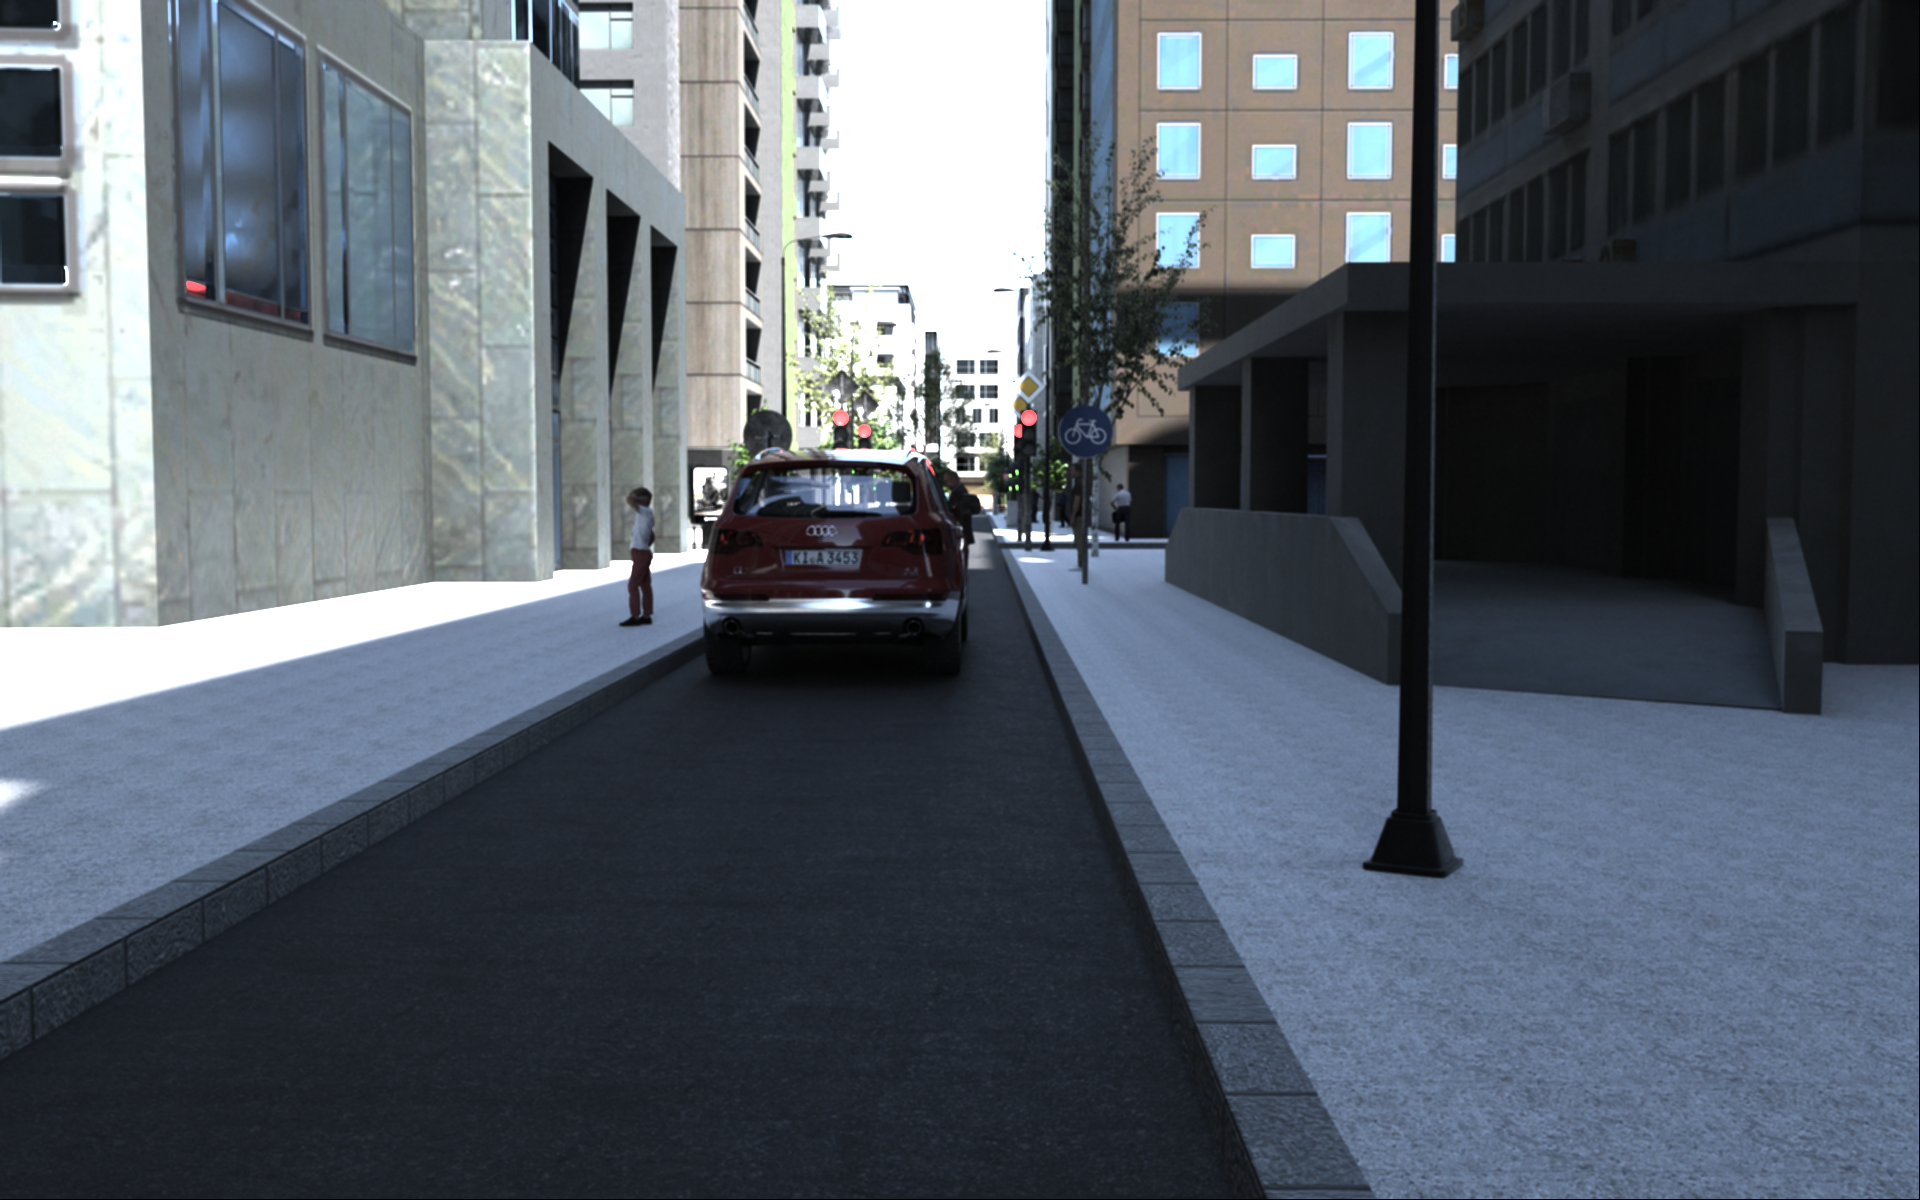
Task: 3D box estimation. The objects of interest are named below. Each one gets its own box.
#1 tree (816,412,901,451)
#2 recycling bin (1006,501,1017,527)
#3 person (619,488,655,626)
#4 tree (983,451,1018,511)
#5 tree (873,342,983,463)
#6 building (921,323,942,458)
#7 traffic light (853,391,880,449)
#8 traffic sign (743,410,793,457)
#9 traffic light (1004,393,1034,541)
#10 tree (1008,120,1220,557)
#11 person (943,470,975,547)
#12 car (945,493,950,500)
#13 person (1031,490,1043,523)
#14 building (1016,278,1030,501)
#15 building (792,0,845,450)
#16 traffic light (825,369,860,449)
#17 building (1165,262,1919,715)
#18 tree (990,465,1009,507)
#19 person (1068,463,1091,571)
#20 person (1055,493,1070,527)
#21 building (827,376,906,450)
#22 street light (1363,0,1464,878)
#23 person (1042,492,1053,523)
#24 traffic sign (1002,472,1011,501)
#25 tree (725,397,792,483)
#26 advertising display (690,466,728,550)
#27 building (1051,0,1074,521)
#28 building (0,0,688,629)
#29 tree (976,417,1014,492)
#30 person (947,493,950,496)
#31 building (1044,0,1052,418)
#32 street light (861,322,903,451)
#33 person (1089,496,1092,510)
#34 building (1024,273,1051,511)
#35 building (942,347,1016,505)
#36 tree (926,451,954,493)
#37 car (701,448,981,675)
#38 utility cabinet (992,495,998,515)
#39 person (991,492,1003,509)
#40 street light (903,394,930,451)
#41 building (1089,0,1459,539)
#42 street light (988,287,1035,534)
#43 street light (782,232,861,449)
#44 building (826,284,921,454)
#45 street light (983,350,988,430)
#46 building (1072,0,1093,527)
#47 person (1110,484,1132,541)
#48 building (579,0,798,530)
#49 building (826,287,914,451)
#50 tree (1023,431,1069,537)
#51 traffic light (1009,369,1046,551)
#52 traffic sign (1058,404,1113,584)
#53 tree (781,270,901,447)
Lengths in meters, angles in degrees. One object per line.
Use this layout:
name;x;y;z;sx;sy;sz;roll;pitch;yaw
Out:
tree;-3.689;-4.922;64.192;4.285;4.588;4.351;0;3;0
recycling bin;2.147;-3.329;66.978;0.722;1.027;0.722;0;4;-1
person;-3.169;-0.430;16.989;0.340;1.345;0.435;0;4;-8
tree;3.201;-8.925;129.645;4.285;4.588;4.351;0;3;0
tree;-2.020;-10.511;106.272;7.601;10.594;8.767;0;4;6
building;-18.845;-23.089;221.472;32.646;21.610;27.936;0;4;1
traffic light;-2.553;-3.554;47.030;0.839;4.253;0.868;0;4;1
traffic sign;-2.921;-1.601;26.280;0.768;2.556;0.104;0;4;8
traffic light;1.608;-3.552;47.001;0.839;4.253;0.868;0;4;1
tree;2.993;-5.193;35.274;4.360;8.622;3.978;0;3;0
person;-0.116;-0.807;22.377;0.600;1.739;0.565;-2;4;-29
car;-0.826;-1.467;32.784;1.959;1.807;4.718;0;4;-1
person;3.458;-4.354;77.685;0.568;1.767;0.683;0;4;5
building;19.696;-20.552;179.996;27.936;21.610;32.646;0;4;1
building;-17.991;-29.022;94.121;23.786;49.044;30.456;0;4;1
traffic light;-2.639;-3.066;39.045;0.839;4.253;0.868;0;4;1
building;19.048;-19.894;17.147;32.217;40.220;23.993;0;4;1
tree;2.727;-7.356;114.868;1.663;3.219;1.824;0;3;0
person;1.976;-1.400;29.061;0.434;1.807;0.598;2;4;32
person;3.934;-3.563;66.993;0.600;1.496;0.574;2;4;35
building;-8.789;-11.905;136.802;9.099;9.664;28.070;0;4;1
street light;1.021;-2.034;5.798;1.470;5.913;1.316;0;4;1
person;3.882;-4.235;75.997;0.504;1.737;0.576;-2;4;-35
traffic sign;2.505;-5.328;87.216;0.768;2.556;0.104;0;4;5
tree;-3.783;-2.449;34.638;1.663;3.219;1.824;0;3;0
advertising display;-5.767;-2.118;39.841;0.974;1.923;0.123;-3;5;-43
building;11.556;-19.312;87.455;14.160;30.474;14.107;0;4;1
building;-21.578;-43.529;24.368;31.000;86.520;22.319;0;4;1
tree;3.480;-13.230;166.669;4.737;8.622;4.395;0;3;0
person;-1.329;-11.381;195.337;0.991;1.433;0.599;1;4;17
building;19.119;-31.695;107.458;28.713;52.752;27.495;0;4;1
street light;-2.379;-4.549;46.919;1.470;5.913;1.316;0;4;1
person;3.561;-2.547;49.894;0.429;1.552;0.499;0;4;-1
building;14.207;-17.163;147.073;16.747;18.905;31.486;0;4;1
building;13.682;-21.418;216.643;31.486;18.905;16.747;0;4;1
tree;-2.142;-9.062;131.873;4.285;4.588;4.351;0;3;0
car;-0.961;-0.404;15.285;2.281;1.827;5.304;0;4;1
utility cabinet;2.182;-5.876;107.239;0.306;1.237;1.020;0;4;-2
person;3.313;-8.979;153.580;1.217;1.736;0.721;-1;4;-20
street light;-2.099;-6.580;80.127;1.470;5.913;1.316;0;4;1
building;11.625;-24.768;55.071;14.200;45.320;14.600;0;4;1
street light;1.433;-4.065;39.005;1.470;5.913;1.316;0;4;1
street light;-2.593;-3.566;30.839;1.470;5.913;1.316;0;4;1
building;-21.146;-20.734;182.967;32.646;21.610;27.936;0;4;1
street light;1.549;-5.088;55.731;1.470;5.913;1.316;0;4;1
building;11.738;-23.820;73.054;14.154;41.232;14.086;0;4;1
person;4.364;-2.374;47.067;0.614;1.554;0.590;-1;4;-12
building;-13.827;-23.272;64.099;14.154;41.232;14.086;0;4;1
building;-12.142;-18.347;156.401;16.016;20.091;11.380;0;4;1
tree;2.825;-3.544;52.545;1.663;3.219;1.824;0;3;0
traffic light;1.523;-3.064;39.017;0.839;4.253;0.868;0;4;1
traffic sign;1.786;-1.502;24.665;0.768;2.556;0.104;0;4;7
tree;-3.735;-6.494;56.542;4.737;8.622;4.395;0;3;0
